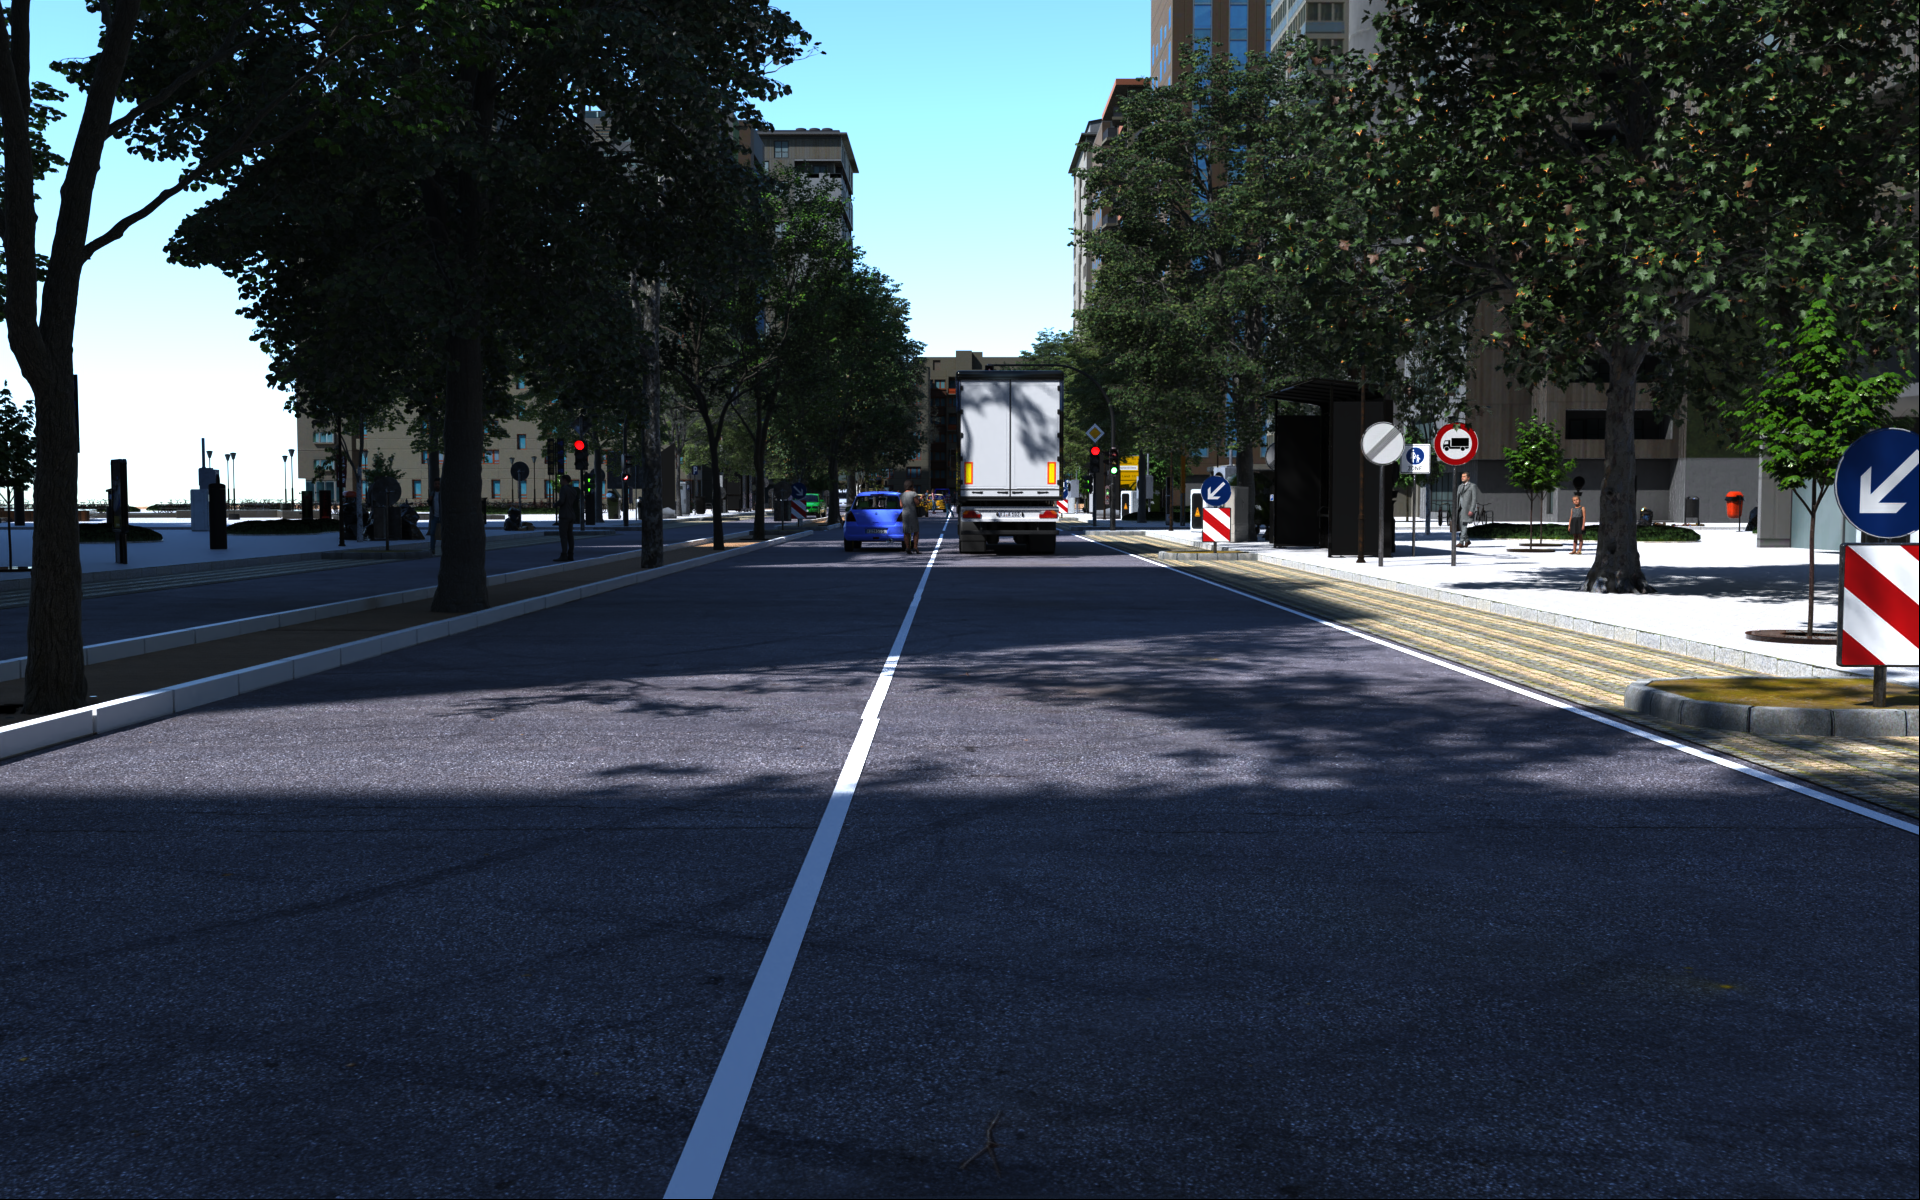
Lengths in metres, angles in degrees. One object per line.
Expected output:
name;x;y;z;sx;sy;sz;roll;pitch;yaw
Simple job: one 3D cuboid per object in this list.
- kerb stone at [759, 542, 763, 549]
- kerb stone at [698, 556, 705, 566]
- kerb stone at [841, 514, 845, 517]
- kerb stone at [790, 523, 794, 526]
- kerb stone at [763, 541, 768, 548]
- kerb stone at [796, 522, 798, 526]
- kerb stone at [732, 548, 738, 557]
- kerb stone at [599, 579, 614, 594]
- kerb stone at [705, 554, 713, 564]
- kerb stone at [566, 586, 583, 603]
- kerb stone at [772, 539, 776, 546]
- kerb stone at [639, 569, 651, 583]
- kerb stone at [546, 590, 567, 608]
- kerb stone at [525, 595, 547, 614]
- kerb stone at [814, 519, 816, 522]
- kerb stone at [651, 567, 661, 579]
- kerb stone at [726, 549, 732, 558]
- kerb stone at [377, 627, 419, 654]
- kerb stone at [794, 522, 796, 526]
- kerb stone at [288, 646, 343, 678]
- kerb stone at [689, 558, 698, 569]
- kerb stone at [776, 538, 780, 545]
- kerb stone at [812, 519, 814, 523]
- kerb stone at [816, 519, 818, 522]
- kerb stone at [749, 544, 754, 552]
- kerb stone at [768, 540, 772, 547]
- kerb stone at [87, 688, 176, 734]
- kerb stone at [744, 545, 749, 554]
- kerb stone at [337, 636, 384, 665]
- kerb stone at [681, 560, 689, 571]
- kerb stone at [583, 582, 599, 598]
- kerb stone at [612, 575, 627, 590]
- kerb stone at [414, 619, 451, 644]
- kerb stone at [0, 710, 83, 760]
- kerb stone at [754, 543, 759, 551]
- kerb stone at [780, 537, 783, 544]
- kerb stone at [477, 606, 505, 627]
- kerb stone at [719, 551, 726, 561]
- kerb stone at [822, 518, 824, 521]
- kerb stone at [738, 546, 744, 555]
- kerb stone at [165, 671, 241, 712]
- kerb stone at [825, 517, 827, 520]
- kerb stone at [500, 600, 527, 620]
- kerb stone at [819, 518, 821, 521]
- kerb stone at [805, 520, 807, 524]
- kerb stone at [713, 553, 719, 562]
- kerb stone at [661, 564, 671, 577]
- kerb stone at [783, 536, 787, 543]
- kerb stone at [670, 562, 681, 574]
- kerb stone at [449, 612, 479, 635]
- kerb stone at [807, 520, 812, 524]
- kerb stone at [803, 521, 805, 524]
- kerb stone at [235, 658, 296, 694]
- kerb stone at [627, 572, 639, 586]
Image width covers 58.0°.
kerb stone;-5.254;-1.374;44.663;0.120;0.150;1.000;0;3;0
kerb stone;-5.242;-0.747;34.416;0.120;0.150;1.000;0;3;0
kerb stone;-7.428;-5.484;111.862;0.120;0.150;1.000;0;3;0
kerb stone;-7.395;-3.221;74.949;0.120;0.150;1.000;0;3;0
kerb stone;-5.254;-1.437;45.684;0.120;0.150;1.000;0;3;0
kerb stone;-7.396;-3.352;77.001;0.120;0.150;1.000;0;3;0
kerb stone;-5.249;-1.060;39.532;0.120;0.150;1.000;0;3;0
kerb stone;-5.235;-0.183;25.191;0.120;0.150;1.000;0;3;0
kerb stone;-5.244;-0.807;35.438;0.120;0.150;1.000;0;3;0
kerb stone;-5.241;-0.056;23.135;0.120;0.150;1.000;0;3;0
kerb stone;-5.258;-1.558;47.736;0.120;0.150;1.000;0;3;0
kerb stone;-5.232;-0.371;28.262;0.120;0.150;1.000;0;3;0
kerb stone;-5.228;0.007;22.110;0.120;0.150;1.000;0;3;0
kerb stone;-5.234;0.068;21.088;0.120;0.150;1.000;0;3;0
kerb stone;-7.406;-3.910;86.224;0.120;0.150;1.000;0;3;0
kerb stone;-5.237;-0.430;29.284;0.120;0.150;1.000;0;3;0
kerb stone;-5.253;-0.992;38.509;0.120;0.150;1.000;0;3;0
kerb stone;-5.223;0.382;15.955;0.120;0.150;1.000;0;3;0
kerb stone;-7.395;-3.282;75.975;0.120;0.150;1.000;0;3;0
kerb stone;-5.215;0.507;13.907;0.120;0.150;1.000;0;3;0
kerb stone;-5.243;-0.685;33.390;0.120;0.150;1.000;0;3;0
kerb stone;-5.257;-1.624;48.757;0.120;0.150;1.000;0;3;0
kerb stone;-7.400;-3.854;85.200;0.120;0.150;1.000;0;3;0
kerb stone;-7.403;-3.979;87.246;0.120;0.150;1.000;0;3;0
kerb stone;-5.249;-1.249;42.617;0.120;0.150;1.000;0;3;0
kerb stone;-5.252;-1.499;46.709;0.120;0.150;1.000;0;3;0
kerb stone;-5.211;0.695;10.835;0.120;0.150;1.000;0;3;0
kerb stone;-5.249;-1.186;41.587;0.120;0.150;1.000;0;3;0
kerb stone;-5.217;0.444;14.933;0.120;0.150;1.000;0;3;0
kerb stone;-5.242;-0.620;32.359;0.120;0.150;1.000;0;3;0
kerb stone;-5.234;-0.120;24.162;0.120;0.150;1.000;0;3;0
kerb stone;-5.239;-0.243;26.213;0.120;0.150;1.000;0;3;0
kerb stone;-5.225;0.319;16.985;0.120;0.150;1.000;0;3;0
kerb stone;-5.224;0.758;9.813;0.120;0.150;1.000;0;3;0
kerb stone;-5.252;-1.312;43.639;0.120;0.150;1.000;0;3;0
kerb stone;-5.260;-1.687;49.781;0.120;0.150;1.000;0;3;0
kerb stone;-5.225;0.196;19.031;0.120;0.150;1.000;0;3;0
kerb stone;-5.242;-0.935;37.487;0.120;0.150;1.000;0;3;0
kerb stone;-7.405;-4.229;91.345;0.120;0.150;1.000;0;3;0
kerb stone;-5.249;-1.123;40.553;0.120;0.150;1.000;0;3;0
kerb stone;-5.209;0.632;11.858;0.120;0.150;1.000;0;3;0
kerb stone;-7.413;-4.348;93.390;0.120;0.150;1.000;0;3;0
kerb stone;-5.230;0.131;20.053;0.120;0.150;1.000;0;3;0
kerb stone;-7.400;-4.102;89.290;0.120;0.150;1.000;0;3;0
kerb stone;-7.397;-3.595;81.099;0.120;0.150;1.000;0;3;0
kerb stone;-5.246;-0.873;36.461;0.120;0.150;1.000;0;3;0
kerb stone;-5.239;-0.490;30.308;0.120;0.150;1.000;0;3;0
kerb stone;-5.269;-1.750;50.809;0.120;0.150;1.000;0;3;0
kerb stone;-5.239;-0.559;31.329;0.120;0.150;1.000;0;3;0
kerb stone;-5.223;0.259;18.007;0.120;0.150;1.000;0;3;0
kerb stone;-7.399;-3.791;84.176;0.120;0.150;1.000;0;3;0
kerb stone;-7.387;-3.540;80.077;0.120;0.150;1.000;0;3;0
kerb stone;-5.215;0.571;12.885;0.120;0.150;1.000;0;3;0
kerb stone;-5.241;-0.308;27.239;0.120;0.150;1.000;0;3;0
